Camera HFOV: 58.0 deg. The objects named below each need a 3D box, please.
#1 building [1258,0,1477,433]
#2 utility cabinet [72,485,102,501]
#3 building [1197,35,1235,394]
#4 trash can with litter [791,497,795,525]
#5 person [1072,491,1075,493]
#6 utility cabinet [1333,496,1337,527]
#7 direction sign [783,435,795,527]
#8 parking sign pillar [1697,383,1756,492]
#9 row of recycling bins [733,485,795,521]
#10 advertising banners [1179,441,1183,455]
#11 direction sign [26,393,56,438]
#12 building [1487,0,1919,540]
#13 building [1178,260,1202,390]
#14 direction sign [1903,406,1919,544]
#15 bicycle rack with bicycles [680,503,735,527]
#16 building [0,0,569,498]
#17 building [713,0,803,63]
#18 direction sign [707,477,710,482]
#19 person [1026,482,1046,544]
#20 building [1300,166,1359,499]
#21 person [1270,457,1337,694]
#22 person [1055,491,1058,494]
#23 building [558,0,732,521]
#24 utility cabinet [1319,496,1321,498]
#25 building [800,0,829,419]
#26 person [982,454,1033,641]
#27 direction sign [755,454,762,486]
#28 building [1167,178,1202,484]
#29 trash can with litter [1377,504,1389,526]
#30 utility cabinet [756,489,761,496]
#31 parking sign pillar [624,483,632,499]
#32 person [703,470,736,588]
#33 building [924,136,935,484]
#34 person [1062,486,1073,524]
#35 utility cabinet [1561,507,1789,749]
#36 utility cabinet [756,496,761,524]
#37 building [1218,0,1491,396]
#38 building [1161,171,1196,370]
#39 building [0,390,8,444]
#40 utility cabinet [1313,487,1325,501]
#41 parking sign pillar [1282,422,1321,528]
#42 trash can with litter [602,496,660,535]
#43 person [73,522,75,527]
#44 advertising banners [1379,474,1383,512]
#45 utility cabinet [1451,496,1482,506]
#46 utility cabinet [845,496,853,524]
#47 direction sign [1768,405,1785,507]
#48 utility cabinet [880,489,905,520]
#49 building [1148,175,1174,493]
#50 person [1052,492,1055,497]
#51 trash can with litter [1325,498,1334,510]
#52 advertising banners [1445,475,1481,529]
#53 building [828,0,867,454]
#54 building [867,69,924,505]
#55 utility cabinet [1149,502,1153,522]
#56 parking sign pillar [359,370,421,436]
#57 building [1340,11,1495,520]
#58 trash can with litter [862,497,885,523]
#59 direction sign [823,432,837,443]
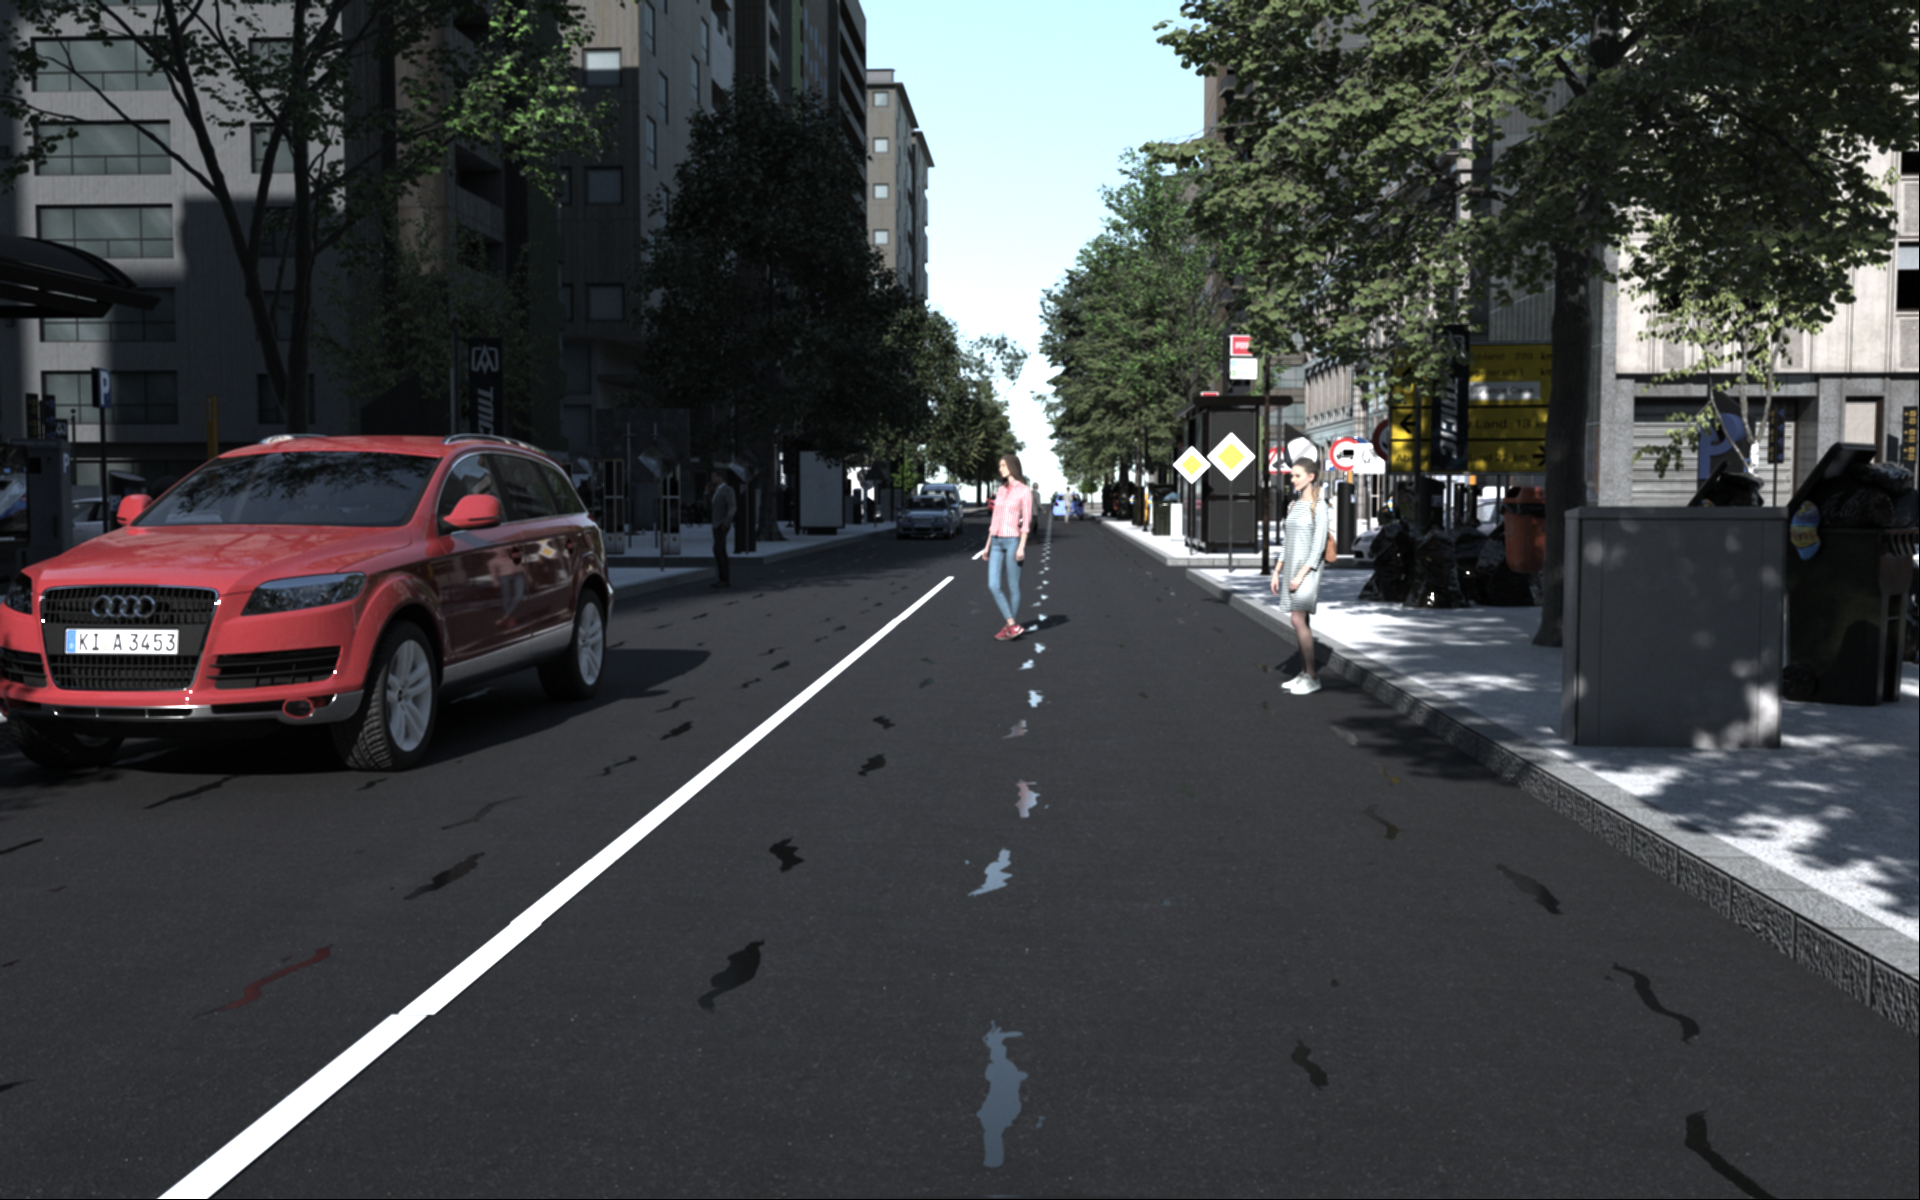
[{"bbox_3d":[28.161,-26.932,123.937,14.154,41.232,14.086,0,4,3],"label":"building"},{"bbox_3d":[-22.122,-2.128,43.471,1.173,1.500,0.318,0,4,-1],"label":"utility cabinet"},{"bbox_3d":[30.897,-31.608,166.898,14.600,45.320,14.200,0,4,3],"label":"building"},{"bbox_3d":[-6.496,-3.682,71.592,1.055,1.170,0.624,-3,5,-42],"label":"trash can with litter"},{"bbox_3d":[8.848,-7.738,136.492,0.593,1.643,0.415,0,4,1],"label":"person"},{"bbox_3d":[14.623,-3.414,66.977,0.306,1.237,1.020,1,4,19],"label":"utility cabinet"},{"bbox_3d":[-6.591,-4.591,67.057,0.379,3.537,0.876,-3,5,-41],"label":"direction sign"},{"bbox_3d":[18.263,-3.232,41.307,1.447,3.967,1.447,-2,4,-26],"label":"parking sign pillar"},{"bbox_3d":[-9.135,-4.587,82.109,3.534,1.692,1.069,-2,4,-27],"label":"row of recycling bins"},{"bbox_3d":[8.115,-3.753,57.552,2.074,3.025,0.090,-2,4,-28],"label":"advertising banners"},{"bbox_3d":[-20.841,-2.897,39.358,0.379,3.537,0.876,1,4,12],"label":"direction sign"},{"bbox_3d":[27.257,-14.243,50.902,19.932,24.808,12.078,0,4,3],"label":"building"},{"bbox_3d":[33.647,-26.924,211.908,14.160,30.474,14.107,0,4,3],"label":"building"},{"bbox_3d":[24.688,-3.214,44.550,0.876,3.537,0.379,3,5,44],"label":"direction sign"},{"bbox_3d":[-9.614,-3.282,67.050,2.852,0.926,2.925,1,4,9],"label":"bicycle rack with bicycles"},{"bbox_3d":[-22.383,-17.582,59.161,14.160,30.474,14.107,0,4,3],"label":"building"},{"bbox_3d":[-18.719,-26.643,119.201,14.154,41.232,14.086,0,4,3],"label":"building"},{"bbox_3d":[-16.185,-7.169,109.207,0.876,3.537,0.379,1,4,18],"label":"direction sign"},{"bbox_3d":[2.181,-2.488,49.573,0.834,1.777,0.661,-3,5,-42],"label":"person"},{"bbox_3d":[26.415,-16.118,99.694,11.583,22.565,21.152,0,4,3],"label":"building"},{"bbox_3d":[2.520,-0.194,12.679,0.522,1.701,0.512,-2,4,-27],"label":"person"},{"bbox_3d":[12.479,-13.180,223.629,1.348,1.869,0.705,0,4,-4],"label":"person"},{"bbox_3d":[-27.569,-30.848,93.596,28.713,52.752,27.495,0,4,3],"label":"building"},{"bbox_3d":[9.348,-2.169,46.624,0.306,1.237,1.020,-1,4,-15],"label":"utility cabinet"},{"bbox_3d":[-17.861,-29.557,133.371,14.600,45.320,14.200,0,4,3],"label":"building"},{"bbox_3d":[0.453,-0.522,17.051,0.555,1.821,0.388,2,4,34],"label":"person"},{"bbox_3d":[-11.298,-6.501,98.282,0.876,3.537,0.379,0,4,-6],"label":"direction sign"},{"bbox_3d":[34.068,-33.153,225.647,14.154,41.232,14.086,0,4,3],"label":"building"},{"bbox_3d":[10.166,-1.876,42.066,1.055,1.170,0.624,1,4,16],"label":"trash can with litter"},{"bbox_3d":[-9.418,-4.333,79.528,0.318,1.500,1.173,3,4,38],"label":"utility cabinet"},{"bbox_3d":[-14.451,-5.255,74.393,1.447,3.967,1.447,1,4,13],"label":"parking sign pillar"},{"bbox_3d":[-3.709,-1.103,26.712,0.473,1.802,0.592,-1,4,-15],"label":"person"},{"bbox_3d":[-18.639,-40.272,247.681,28.713,52.752,27.495,0,4,3],"label":"building"},{"bbox_3d":[5.289,-4.614,84.131,0.606,1.804,0.583,3,4,36],"label":"person"},{"bbox_3d":[3.646,0.139,8.883,1.020,1.237,0.306,0,4,5],"label":"utility cabinet"},{"bbox_3d":[-8.477,-3.874,74.506,1.020,1.237,0.306,-2,4,-26],"label":"utility cabinet"},{"bbox_3d":[33.264,-30.009,145.263,22.147,44.769,28.867,0,4,3],"label":"building"},{"bbox_3d":[35.140,-36.055,239.602,14.600,45.320,14.200,0,4,3],"label":"building"},{"bbox_3d":[-44.084,-22.848,65.440,23.993,40.220,32.217,0,4,3],"label":"building"},{"bbox_3d":[10.563,-2.674,52.402,0.318,1.500,1.173,-1,4,-22],"label":"utility cabinet"},{"bbox_3d":[12.874,-4.687,65.108,1.447,3.967,1.447,0,4,-1],"label":"parking sign pillar"},{"bbox_3d":[-10.599,-2.665,54.622,1.678,1.210,2.233,-3,5,-44],"label":"trash can with litter"},{"bbox_3d":[-16.505,-1.378,31.709,0.731,1.740,0.598,1,4,14],"label":"person"},{"bbox_3d":[11.793,-3.202,48.545,0.090,3.025,2.074,1,4,12],"label":"advertising banners"},{"bbox_3d":[16.205,-2.716,55.575,1.020,1.237,0.306,0,4,4],"label":"utility cabinet"},{"bbox_3d":[-4.732,-3.906,75.029,0.306,1.237,1.020,-1,4,-22],"label":"utility cabinet"},{"bbox_3d":[20.896,-3.205,44.391,0.379,3.537,0.876,0,4,2],"label":"direction sign"},{"bbox_3d":[-3.238,-4.560,83.240,1.173,1.500,0.318,2,4,25],"label":"utility cabinet"},{"bbox_3d":[39.224,-38.789,257.898,21.300,48.544,21.600,0,4,3],"label":"building"},{"bbox_3d":[12.158,-13.045,222.696,0.541,1.710,0.530,2,4,26],"label":"person"},{"bbox_3d":[11.525,-2.697,55.487,0.624,1.170,1.055,2,4,30],"label":"trash can with litter"},{"bbox_3d":[7.101,-1.738,24.609,0.090,3.025,2.074,0,4,3],"label":"advertising banners"},{"bbox_3d":[-19.845,-32.267,151.271,21.300,48.544,21.600,0,4,3],"label":"building"},{"bbox_3d":[-20.350,-38.596,220.290,28.713,52.752,27.495,0,4,3],"label":"building"},{"bbox_3d":[8.989,-4.138,78.810,1.020,1.237,0.306,2,4,24],"label":"utility cabinet"},{"bbox_3d":[-12.344,-2.994,37.430,1.447,3.967,1.447,-3,4,-36],"label":"parking sign pillar"},{"bbox_3d":[25.447,-14.385,76.997,13.314,21.916,24.055,0,4,3],"label":"building"},{"bbox_3d":[-3.899,-4.035,77.352,1.055,1.170,0.624,-3,5,-40],"label":"trash can with litter"},{"bbox_3d":[-4.478,-4.170,60.182,0.876,3.537,0.379,-2,4,-35],"label":"direction sign"}]
